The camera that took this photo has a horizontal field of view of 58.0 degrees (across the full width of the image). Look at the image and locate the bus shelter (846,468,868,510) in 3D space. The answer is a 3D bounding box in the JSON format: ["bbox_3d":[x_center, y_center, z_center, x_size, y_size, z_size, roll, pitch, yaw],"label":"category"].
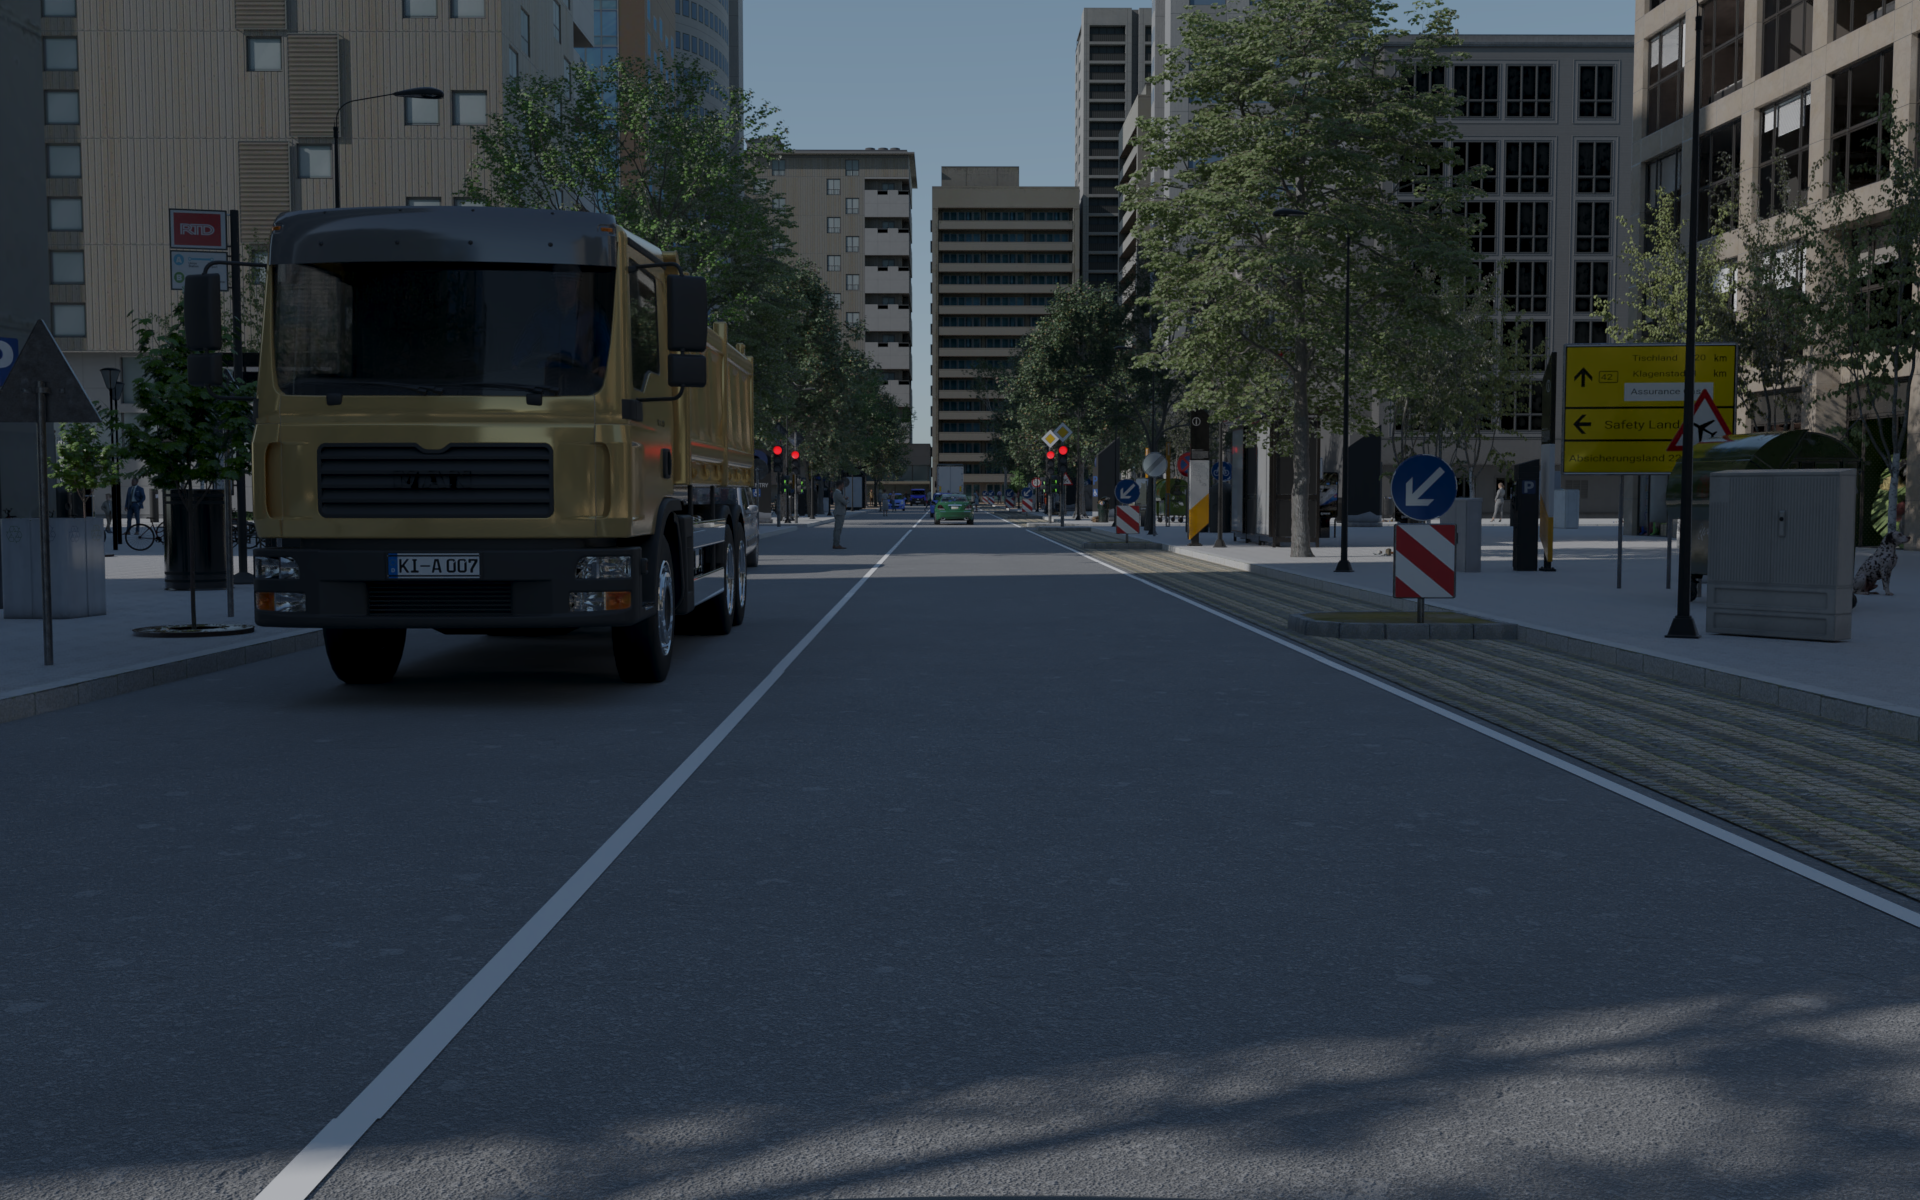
[{"bbox_3d":[-8.446,-8.833,138.347,2.014,3.302,5.546,0,4,-1],"label":"bus shelter"}]

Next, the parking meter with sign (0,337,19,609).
[{"bbox_3d":[-11.427,-1.428,19.603,1.738,3.016,0.543,2,4,27],"label":"parking meter with sign"}]

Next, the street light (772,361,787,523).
[{"bbox_3d":[-6.846,-5.328,59.647,1.470,5.913,1.316,0,4,-1],"label":"street light"}]

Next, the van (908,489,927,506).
[{"bbox_3d":[-4.940,-12.226,204.281,2.240,2.365,5.245,0,4,-1],"label":"van"}]

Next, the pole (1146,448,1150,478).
[{"bbox_3d":[8.344,-5.081,76.911,0.158,3.312,0.155,0,3,0],"label":"pole"}]

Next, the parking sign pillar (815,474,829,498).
[{"bbox_3d":[-11.127,-9.216,139.147,1.447,3.967,1.447,0,4,5],"label":"parking sign pillar"}]

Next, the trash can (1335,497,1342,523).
[{"bbox_3d":[16.886,-3.971,76.584,0.748,1.137,0.748,0,3,0],"label":"trash can"}]

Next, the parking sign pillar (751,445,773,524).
[{"bbox_3d":[-8.901,-5.334,75.690,1.447,3.967,1.447,0,4,-6],"label":"parking sign pillar"}]

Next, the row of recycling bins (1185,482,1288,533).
[{"bbox_3d":[9.146,-3.076,57.400,3.534,1.692,1.069,2,4,28],"label":"row of recycling bins"}]

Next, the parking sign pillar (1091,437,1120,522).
[{"bbox_3d":[6.859,-5.675,81.258,1.447,3.967,1.447,-2,4,-33],"label":"parking sign pillar"}]

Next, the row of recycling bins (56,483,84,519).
[{"bbox_3d":[-34.159,-3.542,65.022,3.534,1.692,1.069,1,4,10],"label":"row of recycling bins"}]

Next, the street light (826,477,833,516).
[{"bbox_3d":[-7.043,-7.114,88.851,1.470,5.913,1.316,0,4,-1],"label":"street light"}]

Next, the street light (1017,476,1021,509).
[{"bbox_3d":[5.014,-9.290,124.434,1.470,5.913,1.316,0,4,-1],"label":"street light"}]

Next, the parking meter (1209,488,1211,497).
[{"bbox_3d":[9.472,-3.555,66.530,0.372,1.533,0.369,0,3,0],"label":"parking meter"}]

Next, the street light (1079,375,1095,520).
[{"bbox_3d":[5.552,-5.819,67.686,1.470,5.913,1.316,0,4,-1],"label":"street light"}]

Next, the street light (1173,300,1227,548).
[{"bbox_3d":[5.698,-4.211,41.393,1.470,5.913,1.316,0,4,-1],"label":"street light"}]

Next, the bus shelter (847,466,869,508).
[{"bbox_3d":[-8.710,-9.541,147.278,1.731,3.624,6.357,0,4,0],"label":"bus shelter"}]

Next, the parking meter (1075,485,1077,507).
[{"bbox_3d":[7.269,-6.159,106.408,0.399,1.863,0.255,1,4,16],"label":"parking meter"}]

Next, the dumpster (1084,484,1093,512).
[{"bbox_3d":[7.823,-6.061,104.849,1.264,1.857,1.865,0,4,0],"label":"dumpster"}]

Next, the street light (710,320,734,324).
[{"bbox_3d":[-6.727,-4.508,46.251,1.470,5.913,1.316,0,4,-1],"label":"street light"}]

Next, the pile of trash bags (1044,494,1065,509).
[{"bbox_3d":[8.038,-7.556,133.297,3.447,1.369,1.912,2,4,27],"label":"pile of trash bags"}]

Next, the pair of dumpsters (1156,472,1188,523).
[{"bbox_3d":[9.495,-4.627,78.138,1.574,2.255,4.437,0,4,-1],"label":"pair of dumpsters"}]

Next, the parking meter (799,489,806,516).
[{"bbox_3d":[-9.237,-5.854,101.431,0.399,1.863,0.255,0,4,-6],"label":"parking meter"}]

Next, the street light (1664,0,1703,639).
[{"bbox_3d":[5.936,-2.618,15.338,1.470,5.913,1.316,0,4,-1],"label":"street light"}]

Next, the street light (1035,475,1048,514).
[{"bbox_3d":[5.184,-7.676,98.043,1.470,5.913,1.316,0,4,-1],"label":"street light"}]

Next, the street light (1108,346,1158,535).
[{"bbox_3d":[5.532,-5.013,54.500,1.470,5.913,1.316,0,4,-1],"label":"street light"}]

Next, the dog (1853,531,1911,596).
[{"bbox_3d":[11.692,-0.478,22.194,0.513,0.831,0.800,0,4,-4],"label":"dog"}]

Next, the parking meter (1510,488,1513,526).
[{"bbox_3d":[22.013,-3.687,68.691,0.372,1.533,0.369,0,3,0],"label":"parking meter"}]

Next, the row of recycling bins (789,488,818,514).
[{"bbox_3d":[-10.373,-6.423,112.124,1.069,1.692,3.534,-3,4,-39],"label":"row of recycling bins"}]

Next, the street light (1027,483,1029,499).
[{"bbox_3d":[5.052,-8.493,111.406,1.470,5.913,1.316,0,4,-1],"label":"street light"}]

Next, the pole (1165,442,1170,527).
[{"bbox_3d":[8.155,-4.530,67.916,0.158,3.312,0.155,0,3,0],"label":"pole"}]

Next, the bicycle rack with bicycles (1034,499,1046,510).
[{"bbox_3d":[7.542,-7.590,137.473,2.852,0.926,2.925,-2,4,-24],"label":"bicycle rack with bicycles"}]

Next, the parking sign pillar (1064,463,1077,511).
[{"bbox_3d":[8.449,-8.563,128.477,1.447,3.967,1.447,2,4,25],"label":"parking sign pillar"}]

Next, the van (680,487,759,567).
[{"bbox_3d":[-4.764,-1.571,32.696,2.013,2.044,4.112,0,4,-2],"label":"van"}]

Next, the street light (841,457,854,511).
[{"bbox_3d":[-7.158,-7.923,102.082,1.470,5.913,1.316,0,4,-1],"label":"street light"}]

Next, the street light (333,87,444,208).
[{"bbox_3d":[-6.586,-2.898,19.920,1.470,5.913,1.316,0,4,-1],"label":"street light"}]

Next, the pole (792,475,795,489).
[{"bbox_3d":[-11.011,-7.400,114.835,0.158,3.312,0.155,0,3,0],"label":"pole"}]

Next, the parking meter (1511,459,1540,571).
[{"bbox_3d":[9.422,-1.417,28.880,0.399,1.863,0.255,0,4,1],"label":"parking meter"}]

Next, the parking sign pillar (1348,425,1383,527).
[{"bbox_3d":[15.776,-4.836,67.542,1.447,3.967,1.447,2,4,24],"label":"parking sign pillar"}]

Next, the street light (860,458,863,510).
[{"bbox_3d":[-7.348,-8.768,115.893,1.470,5.913,1.316,0,4,-1],"label":"street light"}]

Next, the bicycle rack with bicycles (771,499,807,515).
[{"bbox_3d":[-11.827,-6.656,122.213,2.852,0.926,2.925,-1,4,-10],"label":"bicycle rack with bicycles"}]

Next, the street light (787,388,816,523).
[{"bbox_3d":[-7.015,-6.317,75.823,1.470,5.913,1.316,0,4,-1],"label":"street light"}]

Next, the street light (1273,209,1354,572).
[{"bbox_3d":[5.787,-3.414,28.366,1.470,5.913,1.316,0,4,-1],"label":"street light"}]

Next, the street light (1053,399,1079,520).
[{"bbox_3d":[5.253,-6.864,84.772,1.470,5.913,1.316,0,4,-1],"label":"street light"}]

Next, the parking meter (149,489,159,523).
[{"bbox_3d":[-36.279,-4.254,77.966,0.372,1.533,0.369,0,3,0],"label":"parking meter"}]
